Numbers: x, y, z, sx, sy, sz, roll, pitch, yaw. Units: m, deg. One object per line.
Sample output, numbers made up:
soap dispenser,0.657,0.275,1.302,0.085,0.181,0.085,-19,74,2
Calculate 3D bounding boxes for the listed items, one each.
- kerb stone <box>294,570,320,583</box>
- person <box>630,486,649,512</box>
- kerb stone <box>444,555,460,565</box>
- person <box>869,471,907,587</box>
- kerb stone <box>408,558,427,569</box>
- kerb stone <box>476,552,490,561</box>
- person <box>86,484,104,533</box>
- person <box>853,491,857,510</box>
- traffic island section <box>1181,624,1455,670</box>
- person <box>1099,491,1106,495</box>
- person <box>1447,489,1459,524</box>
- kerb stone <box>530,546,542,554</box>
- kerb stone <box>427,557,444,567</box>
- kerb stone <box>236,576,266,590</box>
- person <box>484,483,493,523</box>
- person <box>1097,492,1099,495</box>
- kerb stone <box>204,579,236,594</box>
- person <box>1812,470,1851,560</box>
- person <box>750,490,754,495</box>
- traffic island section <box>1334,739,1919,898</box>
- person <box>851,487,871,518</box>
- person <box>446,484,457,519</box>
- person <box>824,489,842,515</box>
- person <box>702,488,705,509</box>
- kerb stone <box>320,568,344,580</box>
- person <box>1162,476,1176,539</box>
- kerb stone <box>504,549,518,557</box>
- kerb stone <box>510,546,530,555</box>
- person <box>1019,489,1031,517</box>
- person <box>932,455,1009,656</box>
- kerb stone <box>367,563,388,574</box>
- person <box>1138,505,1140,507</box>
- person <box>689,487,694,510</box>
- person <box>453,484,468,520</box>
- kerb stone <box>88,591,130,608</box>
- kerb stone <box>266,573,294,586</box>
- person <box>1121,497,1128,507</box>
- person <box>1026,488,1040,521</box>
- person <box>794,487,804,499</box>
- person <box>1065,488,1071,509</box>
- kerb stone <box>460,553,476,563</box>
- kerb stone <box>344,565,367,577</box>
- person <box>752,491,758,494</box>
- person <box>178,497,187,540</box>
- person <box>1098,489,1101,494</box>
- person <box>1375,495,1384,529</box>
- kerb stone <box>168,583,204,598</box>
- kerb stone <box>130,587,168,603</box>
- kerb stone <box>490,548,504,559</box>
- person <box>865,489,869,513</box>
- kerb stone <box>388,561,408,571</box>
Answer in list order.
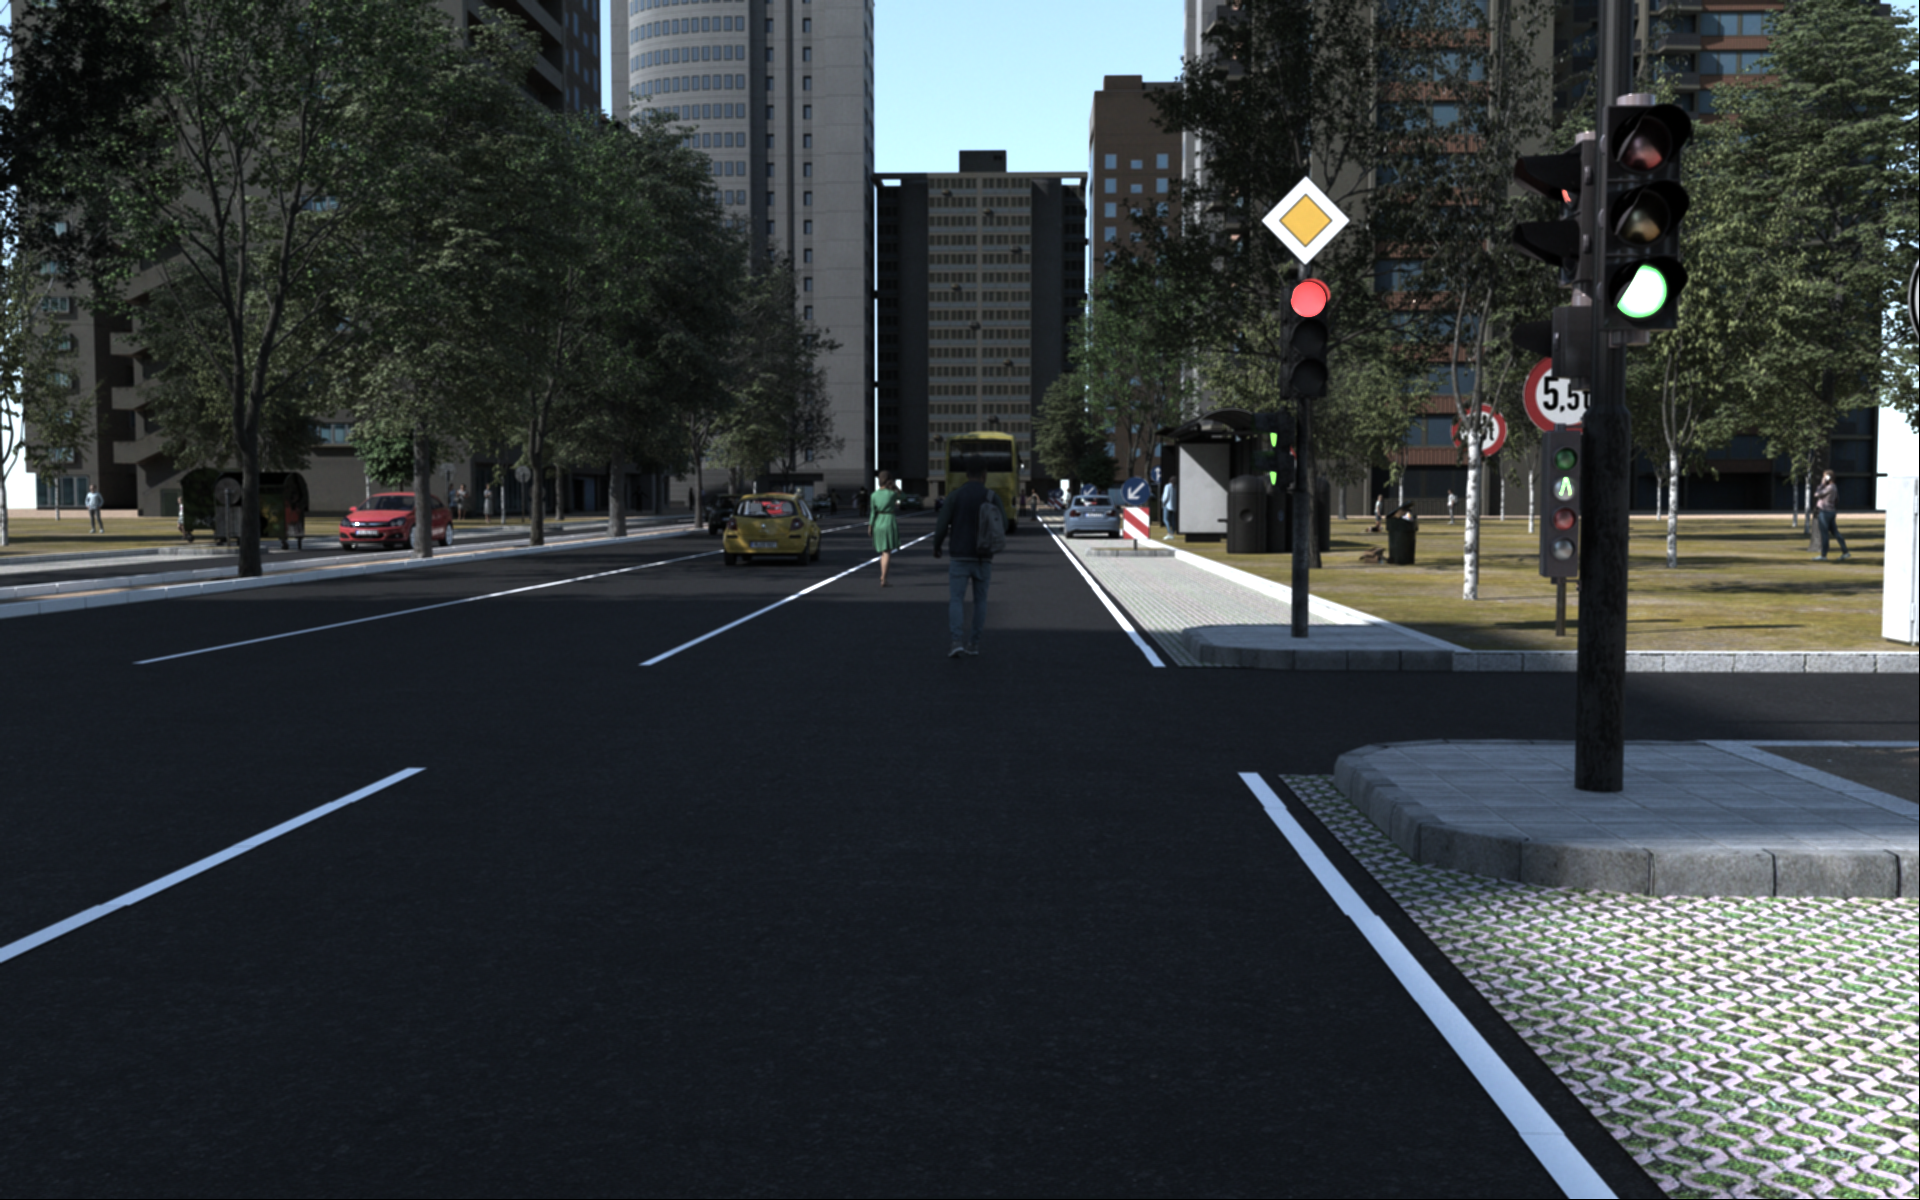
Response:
kerb stone,-10.776,-0.370,28.346,0.120,0.150,1.000,0,4,2
person,-22.397,-7.051,120.961,1.348,1.869,0.705,-2,4,-29
kerb stone,-10.531,-0.817,35.551,0.120,0.150,1.000,0,4,2
person,-1.169,-1.113,26.944,0.600,1.795,0.529,1,4,16
kerb stone,-10.600,-0.691,33.499,0.120,0.150,1.000,0,4,2
kerb stone,-10.463,-0.942,37.601,0.120,0.150,1.000,0,4,2
person,-28.655,-3.026,57.323,0.589,1.601,0.330,0,4,4
person,-9.615,-9.148,158.734,0.551,1.740,0.621,1,4,22
traffic island section,3.071,0.412,15.545,2.009,0.180,2.903,0,4,2
person,11.397,-8.170,139.498,0.599,1.838,0.709,-2,4,-29
person,21.457,-4.095,75.585,0.523,1.515,0.503,-3,4,-36
kerb stone,-10.319,-1.192,41.690,0.120,0.150,1.000,0,4,2
kerb stone,-10.563,-0.754,34.521,0.120,0.150,1.000,0,4,2
kerb stone,-10.853,-0.249,26.297,0.120,0.150,1.000,0,4,2
person,-20.754,-4.272,76.462,0.524,1.755,0.480,1,4,21
person,8.366,-5.974,106.906,0.799,1.438,0.628,3,4,37
kerb stone,-10.882,-0.188,25.272,0.120,0.150,1.000,0,4,2
person,16.891,-1.646,33.539,0.643,1.750,0.593,3,5,41
person,-14.669,-6.976,123.108,0.990,1.755,0.434,1,4,12
traffic island section,2.796,0.900,7.565,2.009,0.180,2.903,0,4,2
person,-5.767,-5.781,102.654,1.348,1.869,0.705,0,4,-3
person,-25.775,-4.988,87.690,0.616,1.811,0.778,-3,4,-38
person,-8.885,-6.900,121.417,1.348,1.812,0.705,-2,4,-24
person,-21.546,-8.486,144.654,0.709,1.838,0.599,-1,4,-10
kerb stone,-10.749,-0.438,29.386,0.120,0.150,1.000,0,4,2
person,6.010,-2.638,49.438,0.793,1.790,0.793,1,4,15
kerb stone,-10.391,-1.060,39.646,0.120,0.150,1.000,0,4,2
kerb stone,-10.359,-1.128,40.669,0.120,0.150,1.000,0,4,2
person,3.973,-6.109,109.069,1.217,1.739,0.721,0,4,-8
person,0.106,-0.402,15.420,0.623,1.781,0.721,-1,4,-17
kerb stone,-10.668,-0.565,31.435,0.120,0.150,1.000,0,4,2
person,12.220,-6.647,117.948,0.697,1.427,0.421,3,4,39
person,-21.385,-8.061,137.969,0.705,1.807,1.348,-1,4,-13
person,-24.495,-4.803,84.933,0.716,1.782,0.532,0,4,-5
kerb stone,-10.990,0.006,22.203,0.120,0.150,1.000,0,4,2
kerb stone,-10.822,-0.307,27.319,0.120,0.150,1.000,0,4,2
person,16.157,-9.833,166.837,1.348,1.821,0.705,-2,4,-24
person,3.894,-5.102,92.634,0.721,1.735,1.217,-2,4,-33
person,-8.014,-4.749,86.333,0.537,1.800,0.526,1,4,9
person,6.743,-6.075,107.910,0.705,1.814,1.350,0,4,-6
kerb stone,-10.500,-0.876,36.573,0.120,0.150,1.000,0,4,2
kerb stone,-10.711,-0.501,30.410,0.120,0.150,1.000,0,4,2
person,-14.459,-6.951,122.085,1.348,1.831,0.705,-2,4,-28
person,-21.552,-2.273,48.219,0.505,1.210,0.382,3,4,38
person,11.807,-8.570,146.168,1.348,1.822,0.705,1,4,16
person,15.245,-3.193,62.935,0.332,1.250,0.352,-1,4,-21
kerb stone,-10.918,-0.125,24.246,0.120,0.150,1.000,0,4,2
kerb stone,-10.956,-0.063,23.224,0.120,0.150,1.000,0,4,2
kerb stone,-10.432,-1.005,38.623,0.120,0.150,1.000,0,4,2
person,-7.253,-7.717,134.635,0.705,1.831,1.348,-1,4,-8
kerb stone,-10.633,-0.628,32.462,0.120,0.150,1.000,0,4,2
